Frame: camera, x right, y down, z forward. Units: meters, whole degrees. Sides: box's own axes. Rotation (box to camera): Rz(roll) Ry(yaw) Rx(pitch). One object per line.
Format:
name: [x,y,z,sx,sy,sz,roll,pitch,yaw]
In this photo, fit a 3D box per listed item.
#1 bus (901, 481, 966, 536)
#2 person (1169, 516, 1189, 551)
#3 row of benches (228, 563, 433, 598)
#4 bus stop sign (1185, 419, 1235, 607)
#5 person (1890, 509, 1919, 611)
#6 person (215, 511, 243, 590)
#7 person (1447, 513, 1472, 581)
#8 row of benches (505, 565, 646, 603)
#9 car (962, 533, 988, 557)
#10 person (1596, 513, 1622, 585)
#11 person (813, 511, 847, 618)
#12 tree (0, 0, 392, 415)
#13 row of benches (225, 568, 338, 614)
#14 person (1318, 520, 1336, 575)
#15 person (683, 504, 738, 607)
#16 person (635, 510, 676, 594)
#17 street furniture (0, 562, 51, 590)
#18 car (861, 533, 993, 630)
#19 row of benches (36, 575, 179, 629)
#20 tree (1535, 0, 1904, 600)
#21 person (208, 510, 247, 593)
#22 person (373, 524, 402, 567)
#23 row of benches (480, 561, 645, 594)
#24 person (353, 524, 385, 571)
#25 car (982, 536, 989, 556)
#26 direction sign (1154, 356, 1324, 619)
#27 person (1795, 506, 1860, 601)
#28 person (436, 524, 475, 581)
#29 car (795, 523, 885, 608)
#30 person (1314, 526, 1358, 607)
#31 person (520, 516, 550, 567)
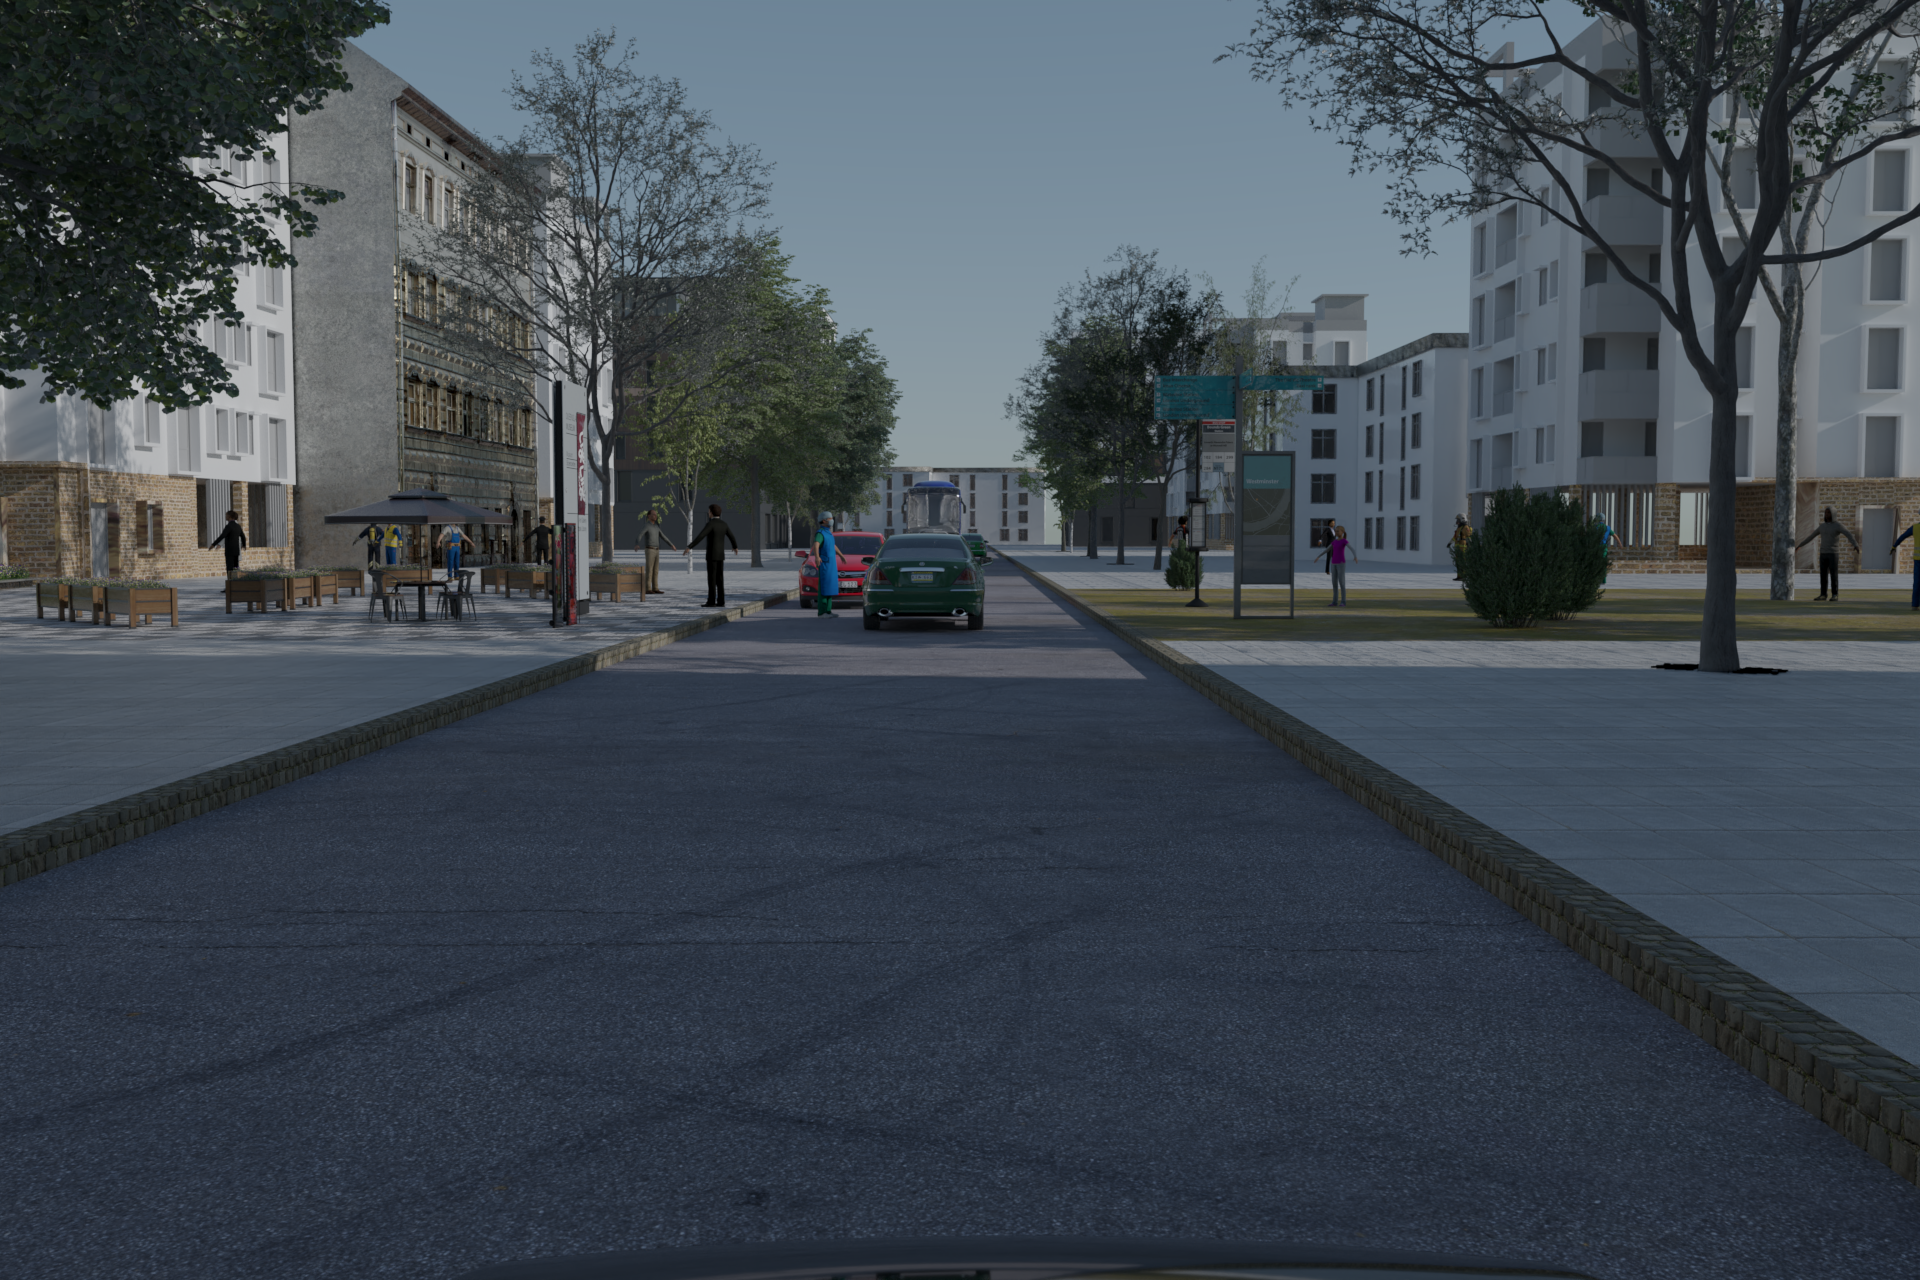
bus: [-1.191,-5.606,83.202,2.896,3.916,12.251,0,4,0]
person: [6.771,-2.829,52.394,0.704,1.843,1.345,-3,5,-40]
row of benches: [-12.752,-1.224,35.483,4.104,0.672,1.422,-3,4,-38]
bus stop sign: [4.403,-2.554,30.458,0.855,3.939,0.416,0,4,0]
person: [16.208,-1.381,29.038,0.721,1.772,1.216,-3,4,-38]
person: [-16.729,-2.057,39.813,0.705,1.806,1.347,0,4,0]
person: [13.634,-2.534,47.197,0.705,1.858,1.354,0,4,-7]
row of benches: [-7.607,-1.122,33.814,4.104,0.672,1.422,3,5,44]
car: [0.516,-5.119,92.493,1.959,1.807,4.718,0,4,1]
person: [16.178,-2.308,43.867,1.347,1.817,0.704,-1,4,-9]
person: [-2.261,-1.284,29.575,0.704,1.817,1.347,1,4,16]
tree: [-8.967,-6.530,13.426,9.857,13.997,8.962,0,3,0]
row of benches: [-11.595,-0.870,29.684,1.422,0.672,4.104,0,4,-3]
person: [11.784,-2.936,54.717,1.216,1.740,0.721,-2,4,-28]
person: [-4.321,-1.481,30.401,0.705,1.806,1.347,2,4,35]
person: [-6.553,-1.878,36.979,0.705,1.796,1.348,2,4,28]
street furniture: [-24.408,-1.890,37.759,11.010,1.723,9.812,-1,4,-12]
car: [-0.534,-0.948,27.305,2.131,1.459,4.920,0,4,0]
row of benches: [-12.332,-0.583,24.996,1.422,0.672,4.104,-3,5,-44]
tree: [14.749,-10.888,33.906,12.611,20.169,13.585,0,3,0]
person: [-15.991,-1.942,37.972,0.704,1.802,1.346,1,4,9]
person: [-16.931,-2.780,51.415,1.349,1.833,0.705,3,4,37]
row of benches: [-8.867,-1.414,38.577,1.422,0.672,4.104,3,5,42]
person: [-18.781,-3.042,55.514,1.354,1.856,0.705,0,4,-8]
car: [0.920,-6.180,113.630,1.945,1.354,3.894,0,4,0]
direction sign: [4.177,-2.247,25.502,2.525,3.948,1.411,0,4,1]
person: [16.655,-1.656,33.211,0.705,1.813,1.348,-2,4,-29]
person: [-13.889,-2.549,47.535,0.705,1.847,1.347,2,4,31]
car: [-2.204,-1.580,34.879,2.155,1.783,4.494,0,4,0]
person: [6.637,-1.300,30.525,0.599,1.433,0.991,-2,4,-35]
person: [-13.156,-2.975,54.570,1.347,1.837,0.705,-1,4,-15]
